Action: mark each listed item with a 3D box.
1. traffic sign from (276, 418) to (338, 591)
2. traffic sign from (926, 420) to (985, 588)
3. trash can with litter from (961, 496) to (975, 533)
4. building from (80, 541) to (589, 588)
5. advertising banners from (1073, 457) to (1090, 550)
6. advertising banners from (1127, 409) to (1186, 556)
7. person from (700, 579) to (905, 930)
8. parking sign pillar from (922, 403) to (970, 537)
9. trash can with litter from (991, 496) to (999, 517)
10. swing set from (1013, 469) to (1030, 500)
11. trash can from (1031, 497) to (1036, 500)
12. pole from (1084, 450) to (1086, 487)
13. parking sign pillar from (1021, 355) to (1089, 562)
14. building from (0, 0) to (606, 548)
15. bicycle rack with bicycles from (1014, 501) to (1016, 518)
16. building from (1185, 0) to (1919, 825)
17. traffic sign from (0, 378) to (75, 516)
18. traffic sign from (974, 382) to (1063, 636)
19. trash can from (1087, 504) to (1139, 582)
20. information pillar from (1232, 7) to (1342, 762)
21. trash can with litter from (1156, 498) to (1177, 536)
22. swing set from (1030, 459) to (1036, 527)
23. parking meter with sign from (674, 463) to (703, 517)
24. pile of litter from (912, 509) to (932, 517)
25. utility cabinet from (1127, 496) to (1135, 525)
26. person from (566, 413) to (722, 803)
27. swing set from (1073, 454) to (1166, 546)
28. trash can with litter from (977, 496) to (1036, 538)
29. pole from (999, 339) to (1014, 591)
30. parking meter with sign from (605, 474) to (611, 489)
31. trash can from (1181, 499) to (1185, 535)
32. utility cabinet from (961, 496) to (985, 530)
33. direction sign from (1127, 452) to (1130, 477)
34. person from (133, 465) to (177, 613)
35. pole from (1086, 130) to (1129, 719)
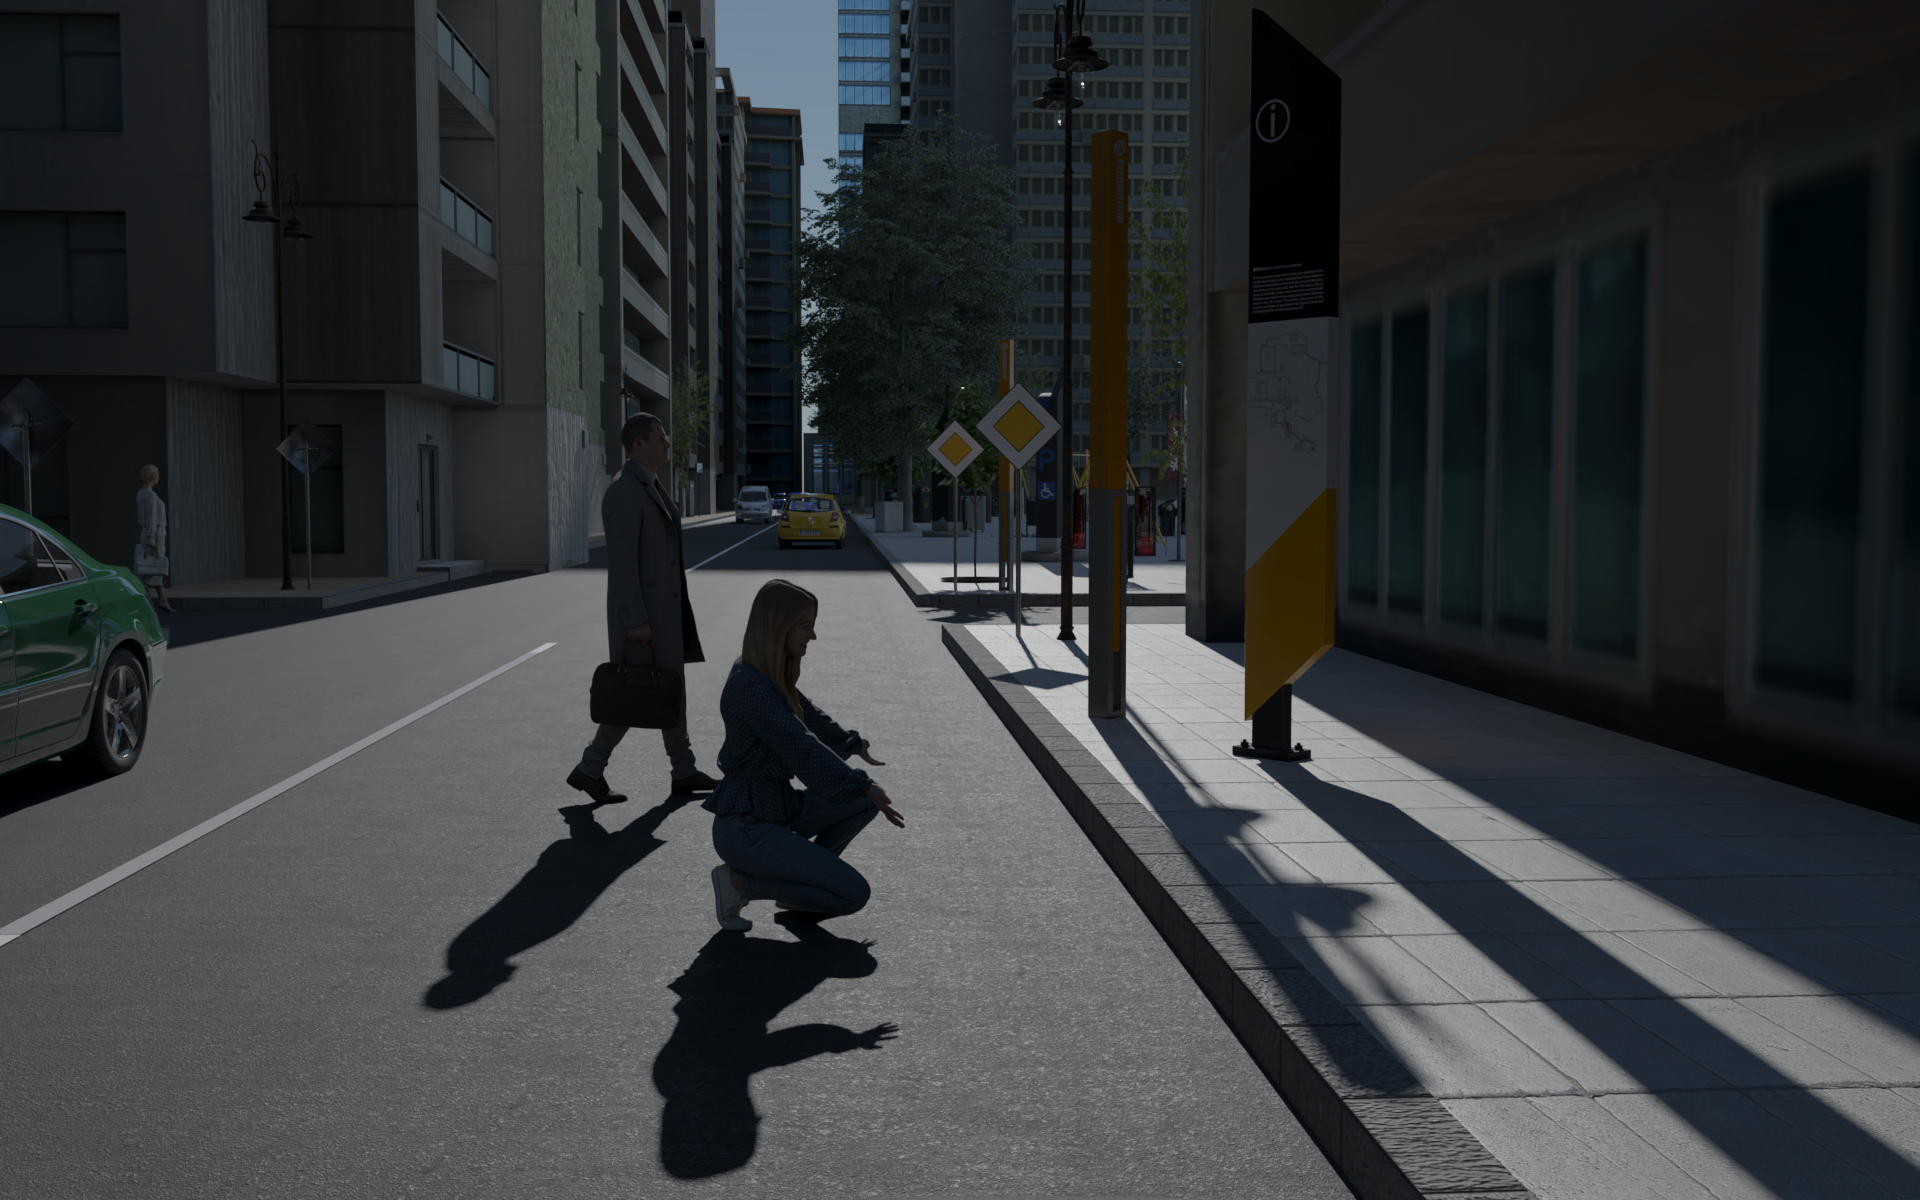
[{"bbox_3d":[-8.638,-1.180,22.942,0.795,2.450,0.064,0,4,-4],"label":"traffic sign"},{"bbox_3d":[-0.065,-1.218,23.553,0.795,2.450,0.064,0,4,-4],"label":"traffic sign"},{"bbox_3d":[0.331,-2.852,57.690,1.678,1.210,2.233,1,4,8],"label":"trash can with litter"},{"bbox_3d":[-14.354,-21.069,28.067,14.154,41.232,14.086,0,4,-4],"label":"building"},{"bbox_3d":[2.723,-2.683,40.055,2.074,3.025,0.090,-3,5,-40],"label":"advertising banners"},{"bbox_3d":[3.795,-2.416,35.684,2.074,3.025,0.090,-1,4,-20],"label":"advertising banners"},{"bbox_3d":[-0.478,0.497,5.880,0.738,1.151,1.012,0,4,7],"label":"person"},{"bbox_3d":[-0.414,-3.870,51.749,1.447,3.967,1.447,-1,4,-23],"label":"parking sign pillar"},{"bbox_3d":[1.916,-5.281,97.738,0.624,1.170,1.055,3,4,38],"label":"trash can with litter"},{"bbox_3d":[3.633,-4.916,77.999,3.119,2.851,2.862,3,4,37],"label":"swing set"},{"bbox_3d":[4.131,-5.256,97.589,0.748,1.137,0.748,0,3,0],"label":"trash can"},{"bbox_3d":[5.815,-5.260,79.844,0.158,3.312,0.155,0,3,0],"label":"pole"},{"bbox_3d":[1.810,-2.727,33.064,1.447,3.967,1.447,1,4,17],"label":"parking sign pillar"},{"bbox_3d":[-18.442,-22.402,49.870,14.154,41.232,14.086,0,4,-4],"label":"building"},{"bbox_3d":[3.381,-4.834,92.415,2.852,0.926,2.925,2,4,30],"label":"bicycle rack with bicycles"},{"bbox_3d":[13.444,-23.298,4.625,21.300,48.544,21.600,0,4,-4],"label":"building"},{"bbox_3d":[-8.050,-0.693,14.979,0.795,2.450,0.064,0,4,-4],"label":"traffic sign"},{"bbox_3d":[0.523,-0.731,15.589,0.795,2.450,0.064,0,4,-4],"label":"traffic sign"},{"bbox_3d":[2.227,-0.829,25.206,0.748,1.137,0.748,0,3,0],"label":"trash can"},{"bbox_3d":[1.578,-1.036,8.297,0.183,3.616,0.504,-3,5,-42],"label":"information pillar"},{"bbox_3d":[6.052,-2.511,52.435,1.055,1.170,0.624,3,4,36],"label":"trash can with litter"},{"bbox_3d":[4.898,-4.342,68.608,2.862,2.851,3.119,2,4,31],"label":"swing set"},{"bbox_3d":[-15.310,-6.183,97.360,1.738,3.016,0.543,2,4,32],"label":"parking meter with sign"},{"bbox_3d":[-1.845,-5.166,98.429,1.719,0.858,1.176,3,4,36],"label":"pile of litter"},{"bbox_3d":[4.352,-2.149,46.296,1.020,1.237,0.306,-2,4,-24],"label":"utility cabinet"},{"bbox_3d":[-1.452,0.029,8.131,0.767,1.812,0.694,0,4,-1],"label":"person"},{"bbox_3d":[3.714,-2.821,43.751,2.862,2.851,3.119,0,4,3],"label":"swing set"},{"bbox_3d":[1.947,-2.487,51.723,2.233,1.210,1.678,3,4,38],"label":"trash can with litter"},{"bbox_3d":[0.615,-1.783,22.996,0.158,3.312,0.155,0,3,0],"label":"pole"},{"bbox_3d":[-13.192,-4.137,63.907,0.543,3.016,1.738,1,4,19],"label":"parking meter with sign"},{"bbox_3d":[7.204,-2.630,54.648,0.748,1.137,0.748,0,3,0],"label":"trash can"},{"bbox_3d":[0.392,-3.118,62.144,1.020,1.237,0.306,0,4,7],"label":"utility cabinet"},{"bbox_3d":[9.022,-6.232,93.892,0.379,3.537,0.876,-1,4,-19],"label":"direction sign"},{"bbox_3d":[-9.698,-0.723,20.672,0.624,1.780,0.694,-2,4,-29],"label":"person"},{"bbox_3d":[0.846,-0.980,9.872,0.158,3.312,0.155,0,3,0],"label":"pole"}]
